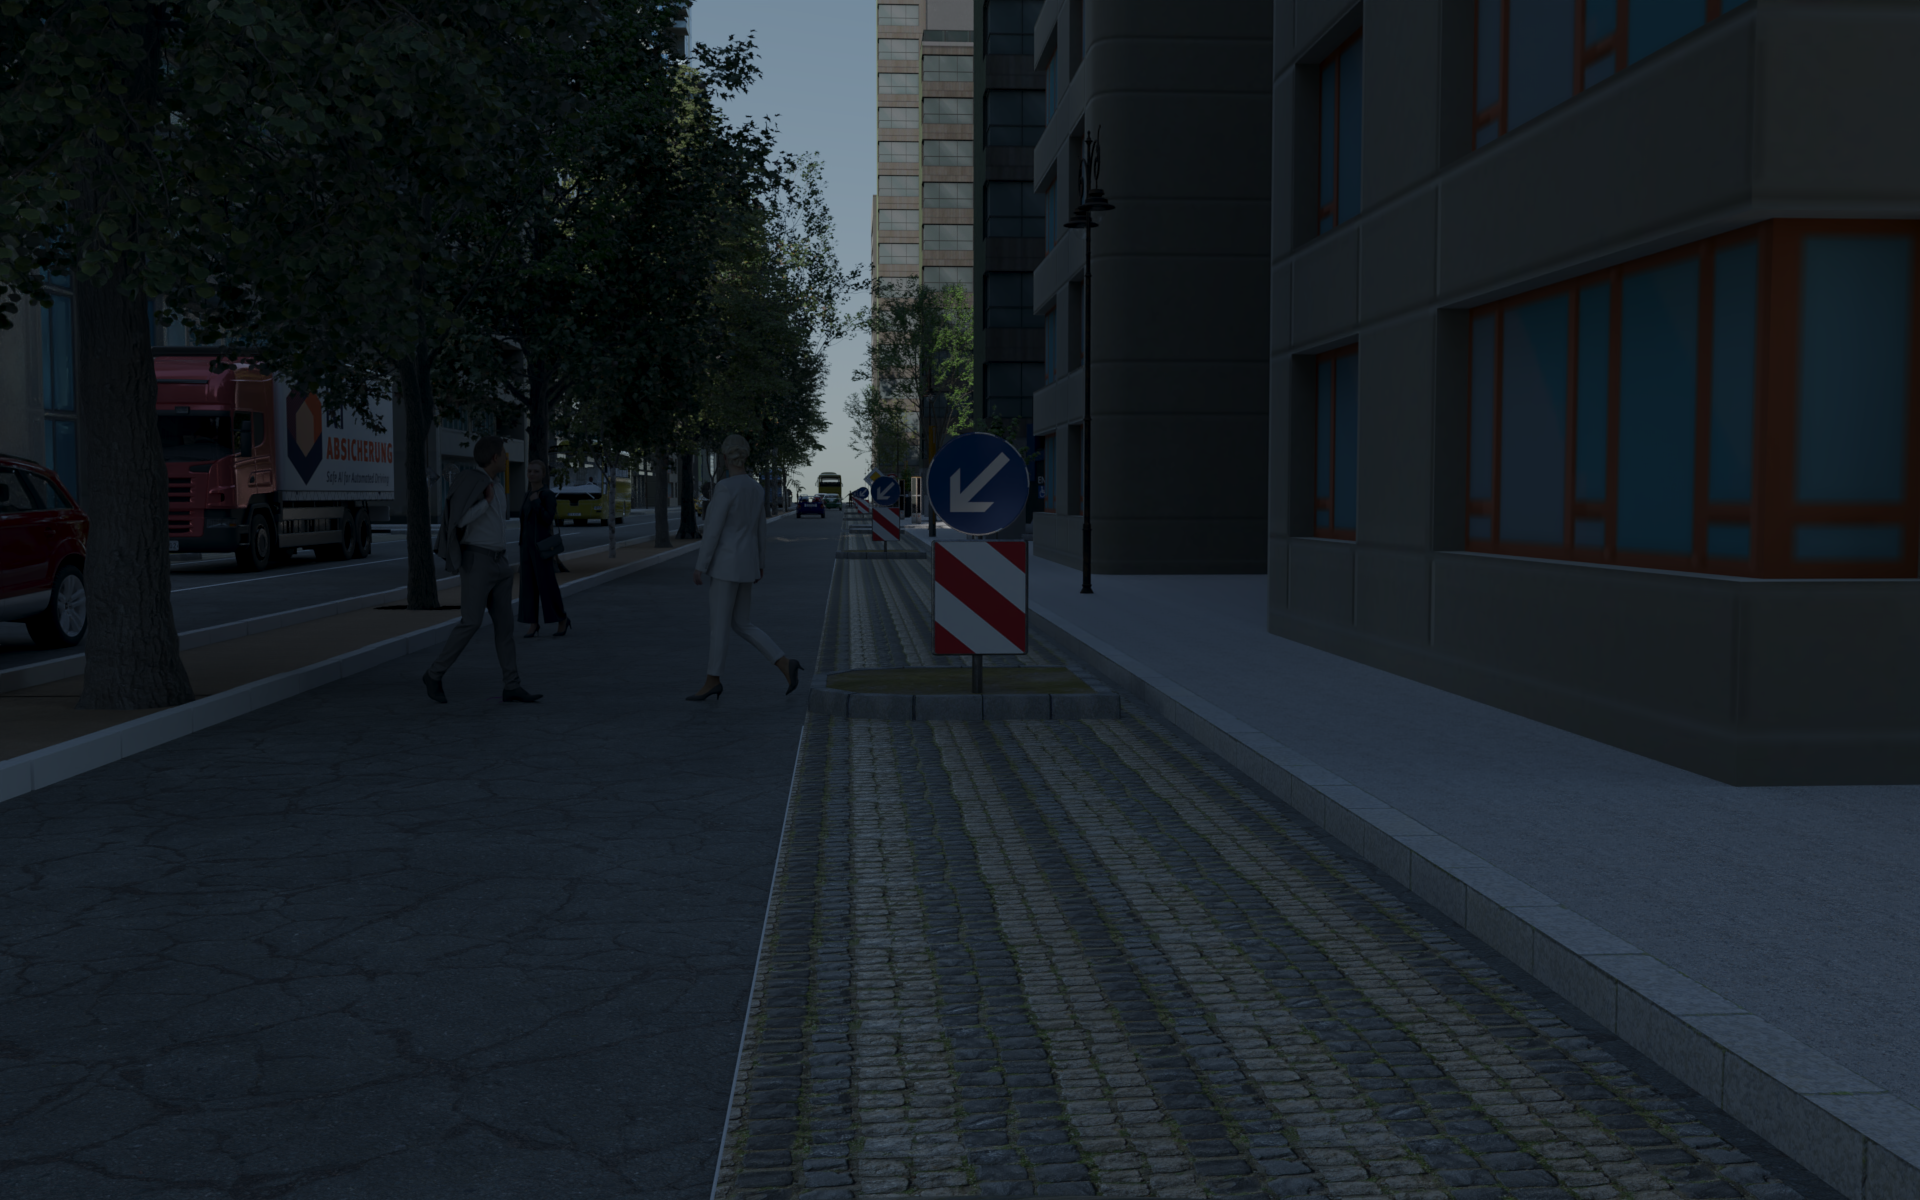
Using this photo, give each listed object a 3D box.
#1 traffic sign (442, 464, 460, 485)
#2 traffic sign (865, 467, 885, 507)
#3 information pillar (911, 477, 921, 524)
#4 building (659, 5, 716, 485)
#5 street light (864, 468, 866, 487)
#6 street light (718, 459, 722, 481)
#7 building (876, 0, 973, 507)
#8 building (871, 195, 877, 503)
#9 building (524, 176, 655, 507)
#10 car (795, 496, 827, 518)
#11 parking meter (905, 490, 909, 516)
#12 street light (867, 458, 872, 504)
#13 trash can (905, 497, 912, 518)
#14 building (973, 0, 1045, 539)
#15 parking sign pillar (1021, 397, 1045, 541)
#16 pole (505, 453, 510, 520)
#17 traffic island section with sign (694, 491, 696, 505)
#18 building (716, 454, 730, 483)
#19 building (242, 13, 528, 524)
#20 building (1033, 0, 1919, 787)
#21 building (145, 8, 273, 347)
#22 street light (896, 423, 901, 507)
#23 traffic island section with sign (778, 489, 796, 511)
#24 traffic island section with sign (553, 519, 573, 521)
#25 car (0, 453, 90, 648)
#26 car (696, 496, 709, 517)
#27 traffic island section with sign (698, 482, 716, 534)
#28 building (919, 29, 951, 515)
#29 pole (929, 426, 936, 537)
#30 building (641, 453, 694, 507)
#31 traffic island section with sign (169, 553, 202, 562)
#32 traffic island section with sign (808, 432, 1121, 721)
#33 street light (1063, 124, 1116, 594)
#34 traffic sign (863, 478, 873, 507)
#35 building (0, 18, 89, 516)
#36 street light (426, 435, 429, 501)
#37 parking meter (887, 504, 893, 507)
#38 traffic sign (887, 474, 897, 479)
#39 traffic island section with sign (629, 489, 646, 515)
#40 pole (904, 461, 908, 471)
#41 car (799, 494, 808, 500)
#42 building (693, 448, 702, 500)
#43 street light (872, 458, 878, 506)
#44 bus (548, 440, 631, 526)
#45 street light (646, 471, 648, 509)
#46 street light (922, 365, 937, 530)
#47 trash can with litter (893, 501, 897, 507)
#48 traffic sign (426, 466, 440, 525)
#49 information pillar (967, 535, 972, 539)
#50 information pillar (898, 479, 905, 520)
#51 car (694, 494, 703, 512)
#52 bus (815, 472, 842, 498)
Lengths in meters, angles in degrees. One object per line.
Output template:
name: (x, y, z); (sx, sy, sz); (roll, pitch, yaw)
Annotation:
traffic sign: (-21.483, -4.462, 73.056); (0.768, 2.556, 0.104); (0, 4, 5)
traffic sign: (-3.074, -3.651, 63.332); (0.795, 2.450, 0.064); (0, 4, -4)
information pillar: (-1.882, -4.287, 74.579); (0.304, 2.012, 0.304); (3, 5, 39)
building: (-45.400, -56.908, 243.111); (22.319, 86.520, 31.000); (0, 4, -4)
street light: (-13.964, -17.814, 264.047); (0.468, 5.910, 1.993); (0, 4, -4)
street light: (-31.999, -15.766, 230.555); (0.468, 5.910, 1.993); (0, 4, -4)
building: (0.398, -27.757, 137.414); (14.154, 41.232, 14.086); (0, 4, -4)
building: (-2.799, -39.264, 265.662); (21.300, 48.544, 21.600); (0, 4, -4)
building: (-40.668, -32.974, 158.736); (23.786, 49.044, 30.456); (0, 4, -4)
car: (-8.936, -5.573, 103.703); (1.945, 1.354, 3.894); (0, 4, -5)
parking meter: (-3.132, -5.646, 100.726); (0.372, 1.533, 0.369); (0, 3, 0)
street light: (-11.341, -15.263, 222.336); (0.468, 5.910, 1.993); (0, 4, -4)
trash can: (-2.932, -5.041, 94.076); (0.748, 1.137, 0.748); (0, 3, 0)
building: (7.280, -17.351, 55.390); (14.160, 30.474, 14.107); (0, 4, -4)
parking sign pillar: (2.417, -3.618, 47.629); (1.447, 3.967, 1.447); (-3, 5, -45)
pole: (-22.273, -5.585, 85.156); (0.158, 3.312, 0.155); (0, 3, 0)
traffic island section with sign: (-26.016, -9.799, 168.848); (1.989, 1.847, 2.006); (0, 4, -4)
building: (-49.399, -26.344, 275.763); (27.650, 21.520, 28.899); (0, 4, -4)
building: (-33.393, -28.002, 81.534); (21.300, 48.544, 21.600); (0, 4, -4)
building: (16.262, -10.836, 22.212); (27.650, 21.520, 28.899); (0, 4, -4)
building: (-37.032, -30.319, 115.319); (23.786, 49.044, 30.456); (0, 4, -4)
street light: (-3.801, -8.152, 106.075); (0.468, 5.910, 1.993); (0, 4, -4)
traffic island section with sign: (-14.499, -8.409, 145.630); (2.006, 1.907, 1.989); (0, 4, -4)
traffic island section with sign: (-21.118, -5.173, 93.205); (1.989, 1.847, 2.006); (0, 4, -4)
car: (-9.237, -0.366, 14.665); (2.281, 1.827, 5.304); (0, 4, -3)
car: (-15.936, -6.199, 111.584); (2.015, 1.641, 3.980); (0, 4, -3)
traffic island section with sign: (-9.166, -3.371, 63.256); (2.006, 1.907, 1.989); (0, 4, -4)
building: (4.282, -20.826, 112.207); (14.160, 30.474, 14.107); (0, 4, -4)
pole: (-0.825, -3.549, 51.864); (0.158, 3.312, 0.155); (0, 3, 0)
building: (-44.450, -21.112, 190.221); (27.650, 21.520, 28.899); (0, 4, -4)
traffic island section with sign: (-17.486, -1.747, 37.192); (1.989, 1.847, 2.006); (0, 4, -4)
traffic island section with sign: (-0.037, -0.196, 11.837); (1.989, 1.847, 2.006); (0, 4, -4)
street light: (1.639, -3.022, 22.196); (0.468, 5.910, 1.993); (0, 4, -4)
traffic sign: (-3.590, -4.138, 71.301); (0.795, 2.450, 0.064); (0, 4, -4)
building: (-36.699, -26.181, 47.663); (30.456, 49.044, 23.786); (0, 4, -4)
street light: (-21.705, -5.981, 70.569); (0.468, 5.910, 1.993); (0, 4, -4)
parking meter: (-4.311, -5.974, 106.081); (0.372, 1.533, 0.369); (0, 3, 0)
traffic sign: (-4.210, -6.555, 107.273); (0.768, 2.556, 0.104); (0, 4, -1)
traffic island section with sign: (-22.861, -6.818, 120.104); (1.989, 1.847, 2.006); (0, 4, -4)
pole: (-3.285, -6.839, 105.653); (0.158, 3.312, 0.155); (0, 3, 0)
car: (-26.139, -16.998, 289.912); (2.014, 1.417, 4.499); (0, 4, -5)
building: (-39.310, -32.285, 211.448); (14.154, 41.232, 14.086); (0, 4, -4)
street light: (-8.663, -12.781, 181.757); (0.468, 5.910, 1.993); (0, 4, -4)
bus: (-17.173, -5.443, 80.539); (2.896, 3.916, 12.252); (0, 4, -5)
street light: (-26.547, -10.639, 146.729); (0.468, 5.910, 1.993); (0, 4, -4)
street light: (-1.079, -5.465, 62.141); (0.468, 5.910, 1.993); (0, 4, -4)
trash can with litter: (-4.462, -6.897, 124.150); (0.624, 1.170, 1.055); (-2, 4, -24)
traffic sign: (-19.086, -3.589, 62.320); (0.795, 2.450, 0.064); (0, 4, -4)
information pillar: (0.367, -2.465, 44.787); (0.304, 2.012, 0.304); (2, 4, 28)
information pillar: (-2.939, -5.046, 86.996); (0.304, 2.012, 0.304); (0, 4, -6)
car: (-20.567, -7.994, 140.931); (2.015, 1.641, 3.980); (0, 4, -2)
bus: (-14.588, -12.309, 192.798); (2.896, 3.916, 12.252); (0, 4, -5)
